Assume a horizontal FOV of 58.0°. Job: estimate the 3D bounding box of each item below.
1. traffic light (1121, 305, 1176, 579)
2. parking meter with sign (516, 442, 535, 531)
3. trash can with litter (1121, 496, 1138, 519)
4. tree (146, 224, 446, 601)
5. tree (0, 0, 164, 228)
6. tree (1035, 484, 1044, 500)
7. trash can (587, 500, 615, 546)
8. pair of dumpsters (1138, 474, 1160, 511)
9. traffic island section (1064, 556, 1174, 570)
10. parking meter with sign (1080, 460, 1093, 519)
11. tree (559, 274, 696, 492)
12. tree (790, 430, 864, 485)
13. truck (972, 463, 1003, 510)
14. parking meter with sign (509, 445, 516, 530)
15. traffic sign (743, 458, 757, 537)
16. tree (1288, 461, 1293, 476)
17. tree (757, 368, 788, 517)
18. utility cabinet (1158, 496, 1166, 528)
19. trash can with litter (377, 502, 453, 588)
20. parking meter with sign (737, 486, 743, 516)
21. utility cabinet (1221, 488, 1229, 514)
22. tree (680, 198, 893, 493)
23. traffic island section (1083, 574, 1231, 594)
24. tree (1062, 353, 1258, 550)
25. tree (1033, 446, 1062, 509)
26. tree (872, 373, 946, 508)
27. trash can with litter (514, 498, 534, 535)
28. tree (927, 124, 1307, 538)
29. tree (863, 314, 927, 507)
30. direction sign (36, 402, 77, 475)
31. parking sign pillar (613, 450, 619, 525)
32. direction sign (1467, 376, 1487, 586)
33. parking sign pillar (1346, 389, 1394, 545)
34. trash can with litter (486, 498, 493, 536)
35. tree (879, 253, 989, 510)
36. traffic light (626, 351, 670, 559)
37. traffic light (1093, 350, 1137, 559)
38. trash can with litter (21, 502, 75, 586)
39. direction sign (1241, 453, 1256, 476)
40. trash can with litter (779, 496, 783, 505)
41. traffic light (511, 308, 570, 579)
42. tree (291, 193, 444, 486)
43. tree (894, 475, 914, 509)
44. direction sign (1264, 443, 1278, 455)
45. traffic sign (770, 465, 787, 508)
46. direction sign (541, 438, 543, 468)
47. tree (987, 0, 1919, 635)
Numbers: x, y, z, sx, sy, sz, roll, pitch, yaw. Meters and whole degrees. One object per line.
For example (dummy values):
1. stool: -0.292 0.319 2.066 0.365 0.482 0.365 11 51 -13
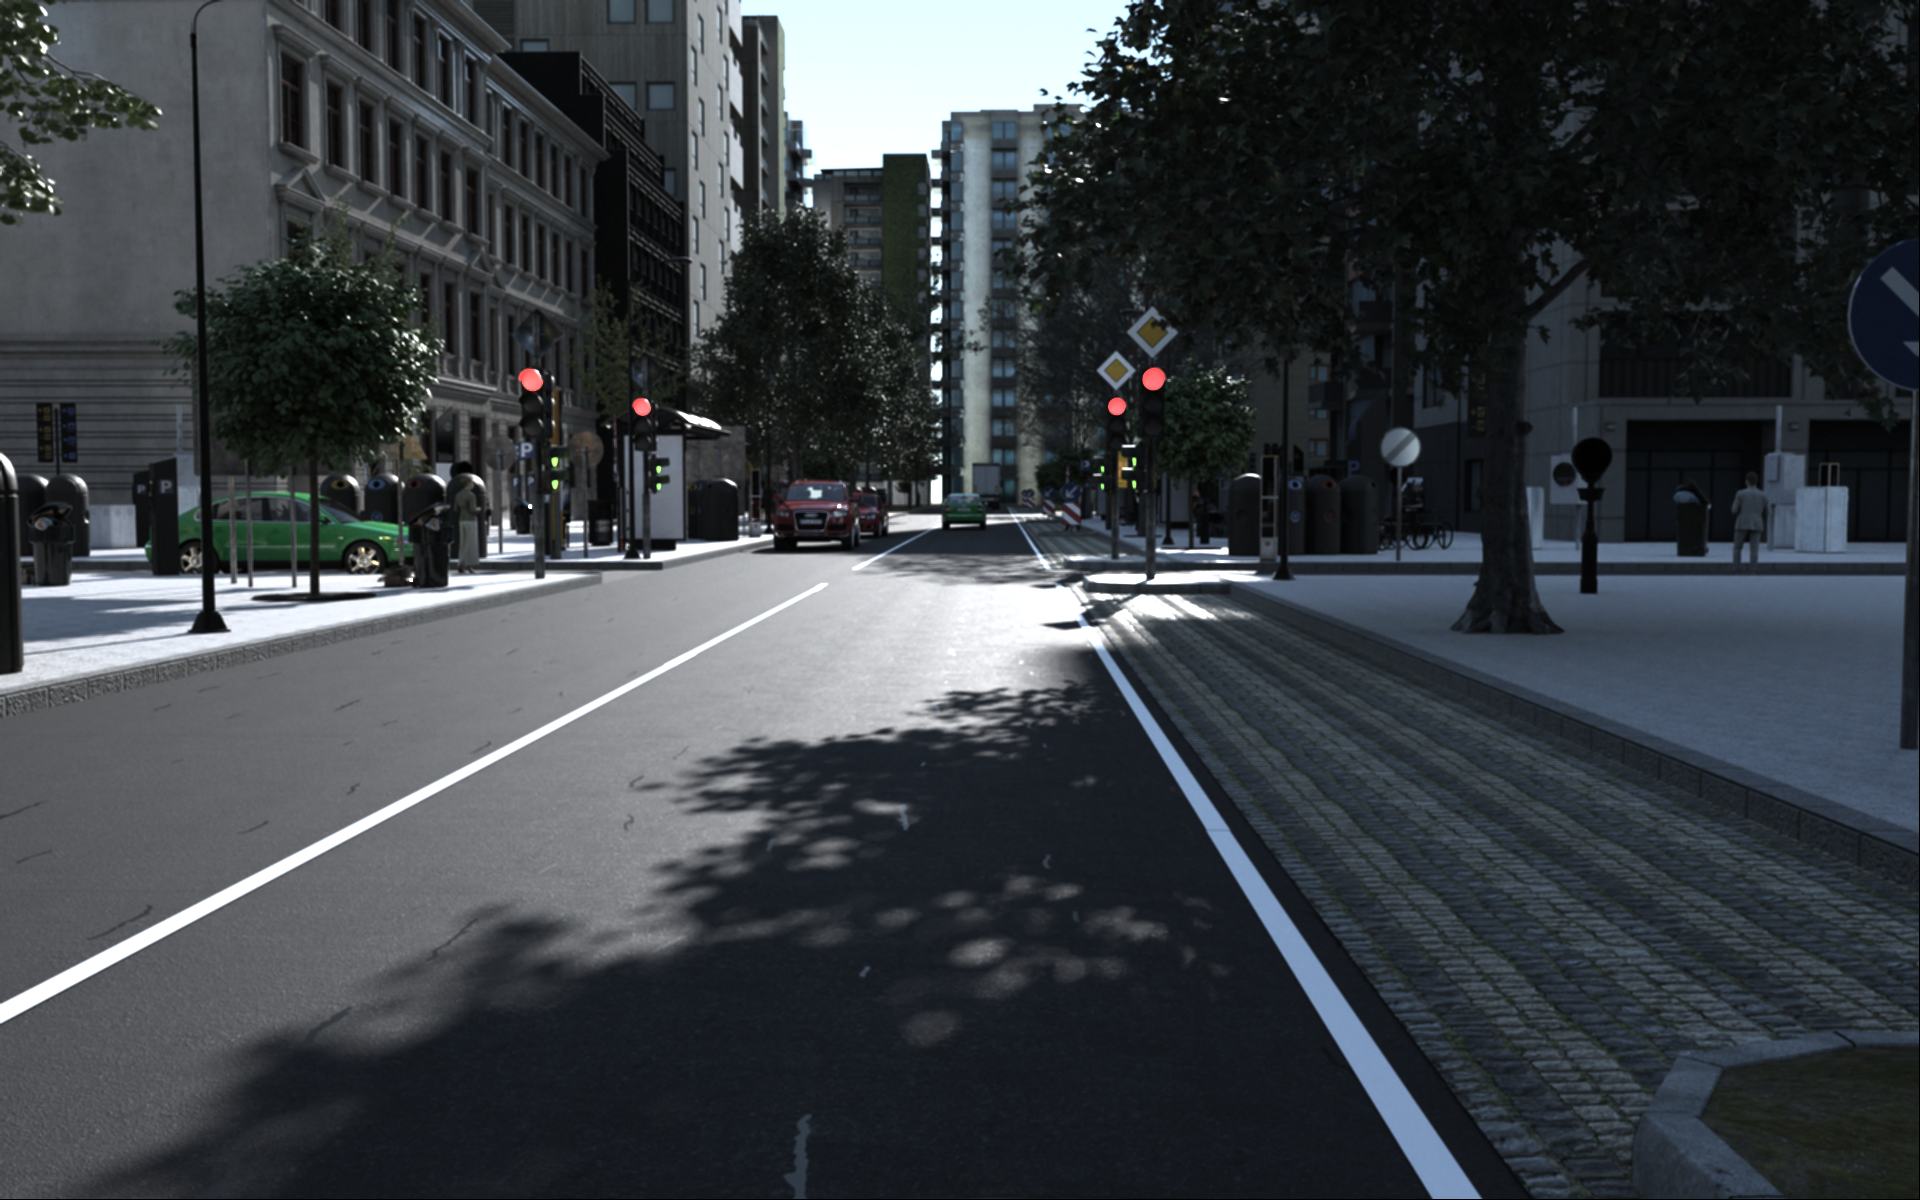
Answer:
1. traffic light: 2.852 -2.266 25.974 0.839 4.253 0.868 0 4 1
2. parking meter with sign: -14.442 -3.819 58.700 0.543 3.016 1.738 0 4 1
3. trash can with litter: 8.728 -4.794 89.768 1.055 1.170 0.624 3 5 39
4. tree: -8.035 -2.293 21.200 4.285 4.588 4.351 0 3 0
5. tree: -7.832 -5.589 9.501 7.486 12.596 7.792 0 3 0
6. tree: 8.895 -11.545 183.354 1.663 3.219 1.824 0 3 0
7. trash can: -8.903 -1.912 42.914 0.748 1.137 0.748 0 3 0
8. pair of dumpsters: 9.449 -4.899 82.599 1.574 2.255 4.437 0 4 1
9. traffic island section: 3.072 -0.721 34.070 2.009 0.180 2.903 0 4 1
10. parking meter with sign: 6.600 -5.728 89.908 0.543 3.016 1.738 1 4 10
11. tree: -11.402 -6.636 58.867 4.737 8.622 4.395 0 3 0
12. tree: -6.135 -5.879 79.837 4.285 4.588 4.351 0 3 0
13. truck: 2.529 -10.612 162.412 2.839 4.237 11.283 0 4 2
14. parking meter with sign: -15.943 -4.037 62.271 0.543 3.016 1.738 -1 4 -20
15. traffic sign: -6.489 -3.110 52.026 0.795 2.450 0.064 0 4 2
16. tree: 16.588 -5.713 88.010 1.663 3.219 1.824 0 3 0
17. tree: -11.014 -9.057 98.440 4.360 8.622 3.978 0 3 0
18. utility cabinet: 8.046 -3.361 66.116 1.020 1.237 0.306 3 5 41
19. trash can with litter: -7.525 -0.763 23.857 1.055 1.170 0.624 1 4 13
20. parking meter with sign: -13.021 -6.442 101.593 1.738 3.016 0.543 -1 4 -15
21. utility cabinet: 9.815 -3.349 63.428 1.173 1.500 0.318 -2 4 -34
22. tree: -6.446 -9.205 67.506 9.611 12.733 9.660 0 3 0
23. traffic island section: 2.892 -0.233 26.087 2.009 0.180 2.903 0 4 1
24. tree: 5.420 -3.457 40.241 4.285 4.588 4.351 0 3 0
25. tree: 6.762 -7.187 101.221 4.285 4.588 4.351 0 3 0
26. tree: -4.859 -14.431 154.074 7.486 12.596 7.792 0 3 0
27. trash can with litter: -13.532 -2.645 54.626 1.055 1.170 0.624 1 4 13
28. tree: 5.600 -8.620 51.306 12.009 13.543 11.850 0 3 0
29. tree: -5.750 -12.005 106.657 12.009 13.543 11.850 0 3 0
30. direction sign: -22.359 -3.116 42.943 0.876 3.537 0.379 -1 4 -16
31. parking sign pillar: -13.872 -5.129 72.328 1.447 3.967 1.447 -2 4 -29
32. direction sign: 7.383 -1.965 24.130 0.876 3.537 0.379 -2 4 -30
33. parking sign pillar: 10.301 -3.393 43.950 1.447 3.967 1.447 3 5 41
34. trash can with litter: -14.711 -2.507 52.383 1.055 1.170 0.624 -2 4 -29
35. tree: -4.144 -17.077 135.096 12.611 20.169 13.585 0 3 0
36. traffic light: -6.177 -2.766 34.149 0.839 4.253 0.868 0 4 1
37. traffic light: 3.033 -2.754 33.957 0.839 4.253 0.868 0 4 1
38. trash can with litter: -12.949 -0.792 24.343 1.055 1.170 0.624 2 4 30
39. direction sign: 15.985 -6.360 95.982 0.876 3.537 0.379 3 5 39
40. trash can with litter: -11.049 -5.761 105.573 0.624 1.170 1.055 0 4 5
41. traffic light: -6.357 -2.278 26.166 0.839 4.253 0.868 0 4 1
42. tree: -14.599 -5.638 42.550 4.737 8.622 4.395 0 3 0
43. tree: -4.592 -9.263 146.050 1.663 3.219 1.824 0 3 0
44. direction sign: 13.940 -5.242 77.696 0.876 3.537 0.379 -3 4 -37
45. traffic sign: -7.894 -4.584 75.054 0.768 2.556 0.104 0 4 6
46. direction sign: -16.533 -4.713 69.049 0.379 3.537 0.876 3 4 36
47. tree: 4.999 -6.046 15.862 9.611 12.733 9.660 0 3 0
